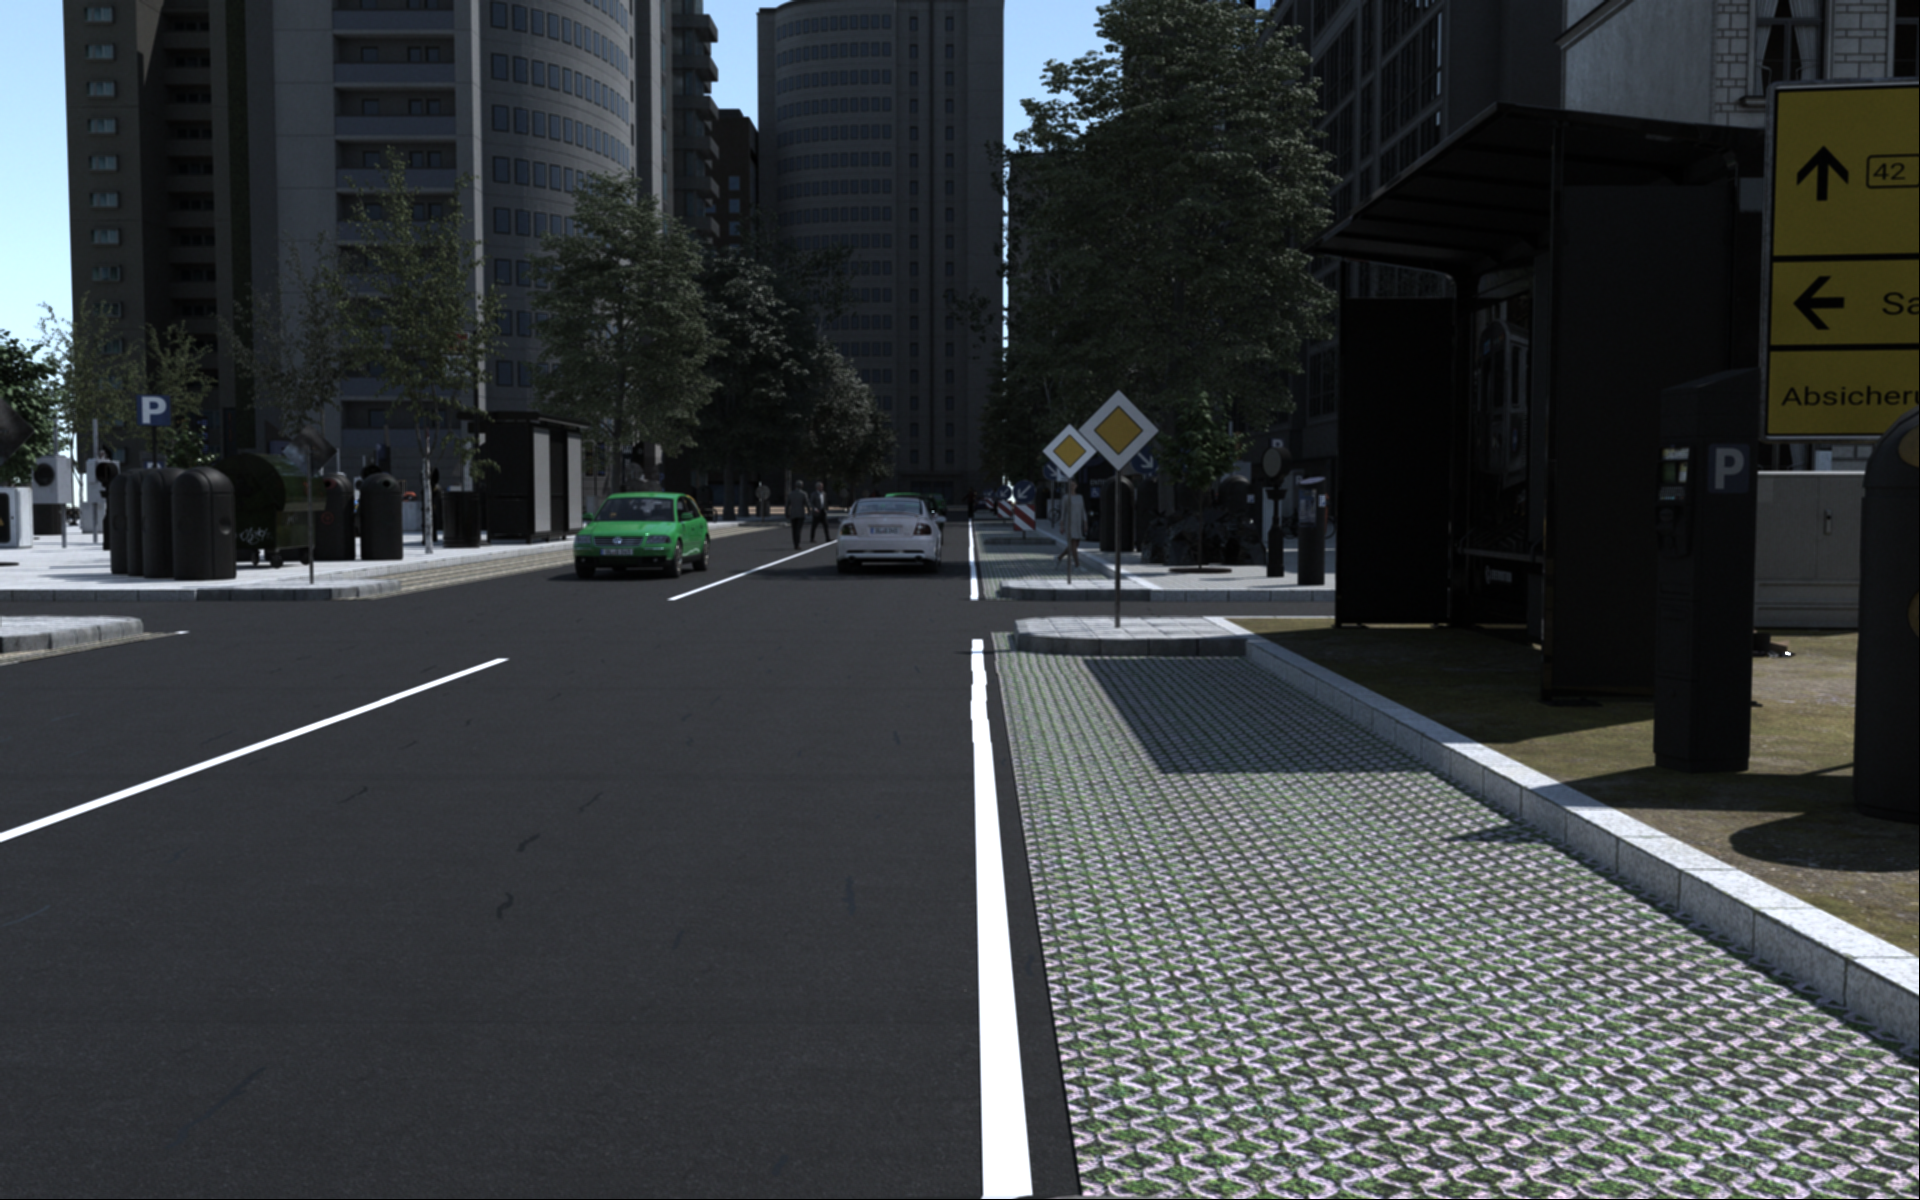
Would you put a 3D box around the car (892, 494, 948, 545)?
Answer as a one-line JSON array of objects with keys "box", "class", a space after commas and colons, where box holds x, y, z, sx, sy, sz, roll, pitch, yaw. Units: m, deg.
[{"box": [-1.346, -2.452, 49.878, 2.009, 1.686, 4.222, 0, 4, -1], "class": "car"}]

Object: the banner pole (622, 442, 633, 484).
[{"box": [-14.196, -5.086, 73.171, 0.863, 3.779, 0.401, -1, 4, -9], "class": "banner pole"}]

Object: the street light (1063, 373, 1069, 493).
[{"box": [3.769, -5.367, 60.532, 0.468, 5.910, 1.993, 0, 4, 0], "class": "street light"}]

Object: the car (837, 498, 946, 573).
[{"box": [-1.309, -1.258, 32.938, 2.083, 1.381, 4.827, 0, 4, 0], "class": "car"}]

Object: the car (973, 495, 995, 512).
[{"box": [1.886, -7.594, 136.738, 1.945, 1.354, 3.894, 0, 4, -1], "class": "car"}]

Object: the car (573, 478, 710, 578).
[{"box": [-5.635, -1.356, 30.975, 1.959, 1.807, 4.718, 0, 4, 1], "class": "car"}]

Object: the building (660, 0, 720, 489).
[{"box": [-37.028, -32.570, 152.130, 30.456, 49.044, 23.786, 0, 4, 0], "class": "building"}]

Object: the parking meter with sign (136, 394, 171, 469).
[{"box": [-14.484, -2.137, 31.194, 0.543, 3.016, 1.738, -2, 4, -24], "class": "parking meter with sign"}]

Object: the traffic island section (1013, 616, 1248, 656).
[{"box": [1.534, 0.344, 16.659, 2.009, 0.180, 2.903, 0, 4, 0], "class": "traffic island section"}]

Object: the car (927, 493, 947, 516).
[{"box": [-1.833, -6.524, 115.460, 1.959, 1.807, 4.718, 0, 4, -2], "class": "car"}]

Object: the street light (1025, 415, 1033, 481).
[{"box": [3.954, -7.739, 99.314, 0.468, 5.910, 1.993, 0, 4, 0], "class": "street light"}]

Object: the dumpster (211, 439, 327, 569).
[{"box": [-12.244, -1.712, 30.483, 1.502, 2.255, 1.985, 0, 4, 0], "class": "dumpster"}]

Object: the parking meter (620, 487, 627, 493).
[{"box": [-12.514, -3.412, 64.204, 0.372, 1.533, 0.369, 0, 3, 0], "class": "parking meter"}]

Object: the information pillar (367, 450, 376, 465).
[{"box": [-31.029, -6.121, 91.425, 0.504, 3.616, 0.183, 1, 4, 17], "class": "information pillar"}]

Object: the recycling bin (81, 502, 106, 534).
[{"box": [-28.184, -2.686, 56.469, 0.722, 1.027, 0.722, -1, 4, -17], "class": "recycling bin"}]

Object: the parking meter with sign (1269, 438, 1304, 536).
[{"box": [10.247, -3.498, 53.454, 0.543, 3.016, 1.738, -2, 4, -25], "class": "parking meter with sign"}]

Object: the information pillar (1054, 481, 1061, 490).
[{"box": [5.393, -5.549, 95.214, 0.304, 2.012, 0.304, -3, 5, -40], "class": "information pillar"}]

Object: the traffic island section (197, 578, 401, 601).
[{"box": [-9.267, -0.148, 24.703, 2.009, 0.180, 2.903, 0, 4, 0], "class": "traffic island section"}]

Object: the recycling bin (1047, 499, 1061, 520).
[{"box": [4.829, -4.551, 86.955, 0.722, 1.027, 0.722, 2, 4, 26], "class": "recycling bin"}]

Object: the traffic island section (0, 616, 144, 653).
[{"box": [-9.307, 0.340, 16.718, 2.009, 0.180, 2.903, 0, 4, 0], "class": "traffic island section"}]

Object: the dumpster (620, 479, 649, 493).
[{"box": [-12.474, -3.770, 67.392, 1.264, 1.857, 1.865, 0, 4, 0], "class": "dumpster"}]

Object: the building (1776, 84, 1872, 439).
[{"box": [65.436, -32.371, 152.959, 21.600, 48.544, 21.300, 0, 4, 0], "class": "building"}]

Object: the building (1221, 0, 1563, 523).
[{"box": [21.757, -17.943, 86.871, 14.314, 27.812, 24.014, 0, 4, 0], "class": "building"}]

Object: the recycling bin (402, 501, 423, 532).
[{"box": [-18.695, -2.851, 59.166, 0.722, 1.027, 0.722, 1, 4, 16], "class": "recycling bin"}]

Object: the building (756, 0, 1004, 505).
[{"box": [-9.121, -40.471, 203.694, 28.212, 58.520, 21.231, 0, 4, 0], "class": "building"}]

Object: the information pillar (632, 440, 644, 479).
[{"box": [-13.430, -4.958, 72.426, 0.504, 3.616, 0.183, 0, 4, -6], "class": "information pillar"}]

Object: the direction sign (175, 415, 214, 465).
[{"box": [-22.131, -3.547, 49.991, 0.876, 3.537, 0.379, -2, 4, -28], "class": "direction sign"}]

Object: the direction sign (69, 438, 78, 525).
[{"box": [-36.264, -4.817, 70.752, 0.379, 3.537, 0.876, -2, 4, -28], "class": "direction sign"}]

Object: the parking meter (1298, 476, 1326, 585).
[{"box": [4.965, -0.981, 24.449, 0.372, 1.533, 0.369, 0, 3, 0], "class": "parking meter"}]

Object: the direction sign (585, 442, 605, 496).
[{"box": [-15.824, -5.088, 75.191, 0.876, 3.537, 0.379, 0, 4, 7], "class": "direction sign"}]

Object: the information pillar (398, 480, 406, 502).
[{"box": [-30.075, -5.438, 93.411, 0.304, 2.012, 0.304, 0, 4, 6], "class": "information pillar"}]

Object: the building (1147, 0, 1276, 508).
[{"box": [26.522, -49.730, 125.758, 22.319, 86.520, 31.000, 0, 4, 0], "class": "building"}]

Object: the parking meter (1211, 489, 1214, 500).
[{"box": [12.879, -4.939, 89.158, 0.372, 1.533, 0.369, 0, 3, 0], "class": "parking meter"}]

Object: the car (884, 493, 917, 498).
[{"box": [-1.982, -3.210, 61.280, 1.959, 1.807, 4.718, 0, 4, 0], "class": "car"}]

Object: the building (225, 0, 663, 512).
[{"box": [-32.558, -34.964, 113.663, 21.231, 58.520, 28.212, 0, 4, 0], "class": "building"}]

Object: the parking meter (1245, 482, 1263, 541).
[{"box": [6.020, -1.658, 35.515, 0.372, 1.533, 0.369, 0, 3, 0], "class": "parking meter"}]

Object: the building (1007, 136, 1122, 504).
[{"box": [12.592, -31.637, 200.855, 14.086, 41.232, 14.154, 0, 4, 0], "class": "building"}]

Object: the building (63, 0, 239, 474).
[{"box": [-63.050, -32.398, 153.405, 21.600, 48.544, 21.300, 0, 4, 0], "class": "building"}]

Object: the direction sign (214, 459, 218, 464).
[{"box": [-42.726, -6.529, 98.740, 0.876, 3.537, 0.379, 0, 4, -4], "class": "direction sign"}]

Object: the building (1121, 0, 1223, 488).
[{"box": [25.885, -32.383, 153.172, 21.300, 48.544, 21.600, 0, 4, 0], "class": "building"}]

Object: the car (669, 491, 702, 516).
[{"box": [-6.743, -1.753, 38.893, 2.015, 1.641, 3.980, 0, 4, 0], "class": "car"}]

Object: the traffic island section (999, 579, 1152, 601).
[{"box": [1.574, -0.145, 24.644, 2.009, 0.180, 2.903, 0, 4, 0], "class": "traffic island section"}]

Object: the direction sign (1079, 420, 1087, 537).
[{"box": [3.637, -3.644, 51.578, 0.379, 3.537, 0.876, 1, 4, 17], "class": "direction sign"}]

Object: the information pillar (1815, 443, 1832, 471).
[{"box": [16.484, -2.552, 33.088, 0.504, 3.616, 0.183, -3, 4, -37], "class": "information pillar"}]

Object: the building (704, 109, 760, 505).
[{"box": [-30.606, -33.717, 201.384, 14.200, 45.320, 14.600, 0, 4, 0], "class": "building"}]

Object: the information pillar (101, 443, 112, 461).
[{"box": [-39.544, -5.441, 80.310, 0.183, 3.616, 0.504, 2, 4, 32], "class": "information pillar"}]

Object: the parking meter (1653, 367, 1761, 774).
[{"box": [3.457, -0.143, 8.046, 0.399, 1.863, 0.255, -1, 4, -16], "class": "parking meter"}]

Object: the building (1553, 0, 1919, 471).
[{"box": [24.478, -10.744, 40.288, 19.286, 19.102, 10.561, 0, 4, 0], "class": "building"}]
